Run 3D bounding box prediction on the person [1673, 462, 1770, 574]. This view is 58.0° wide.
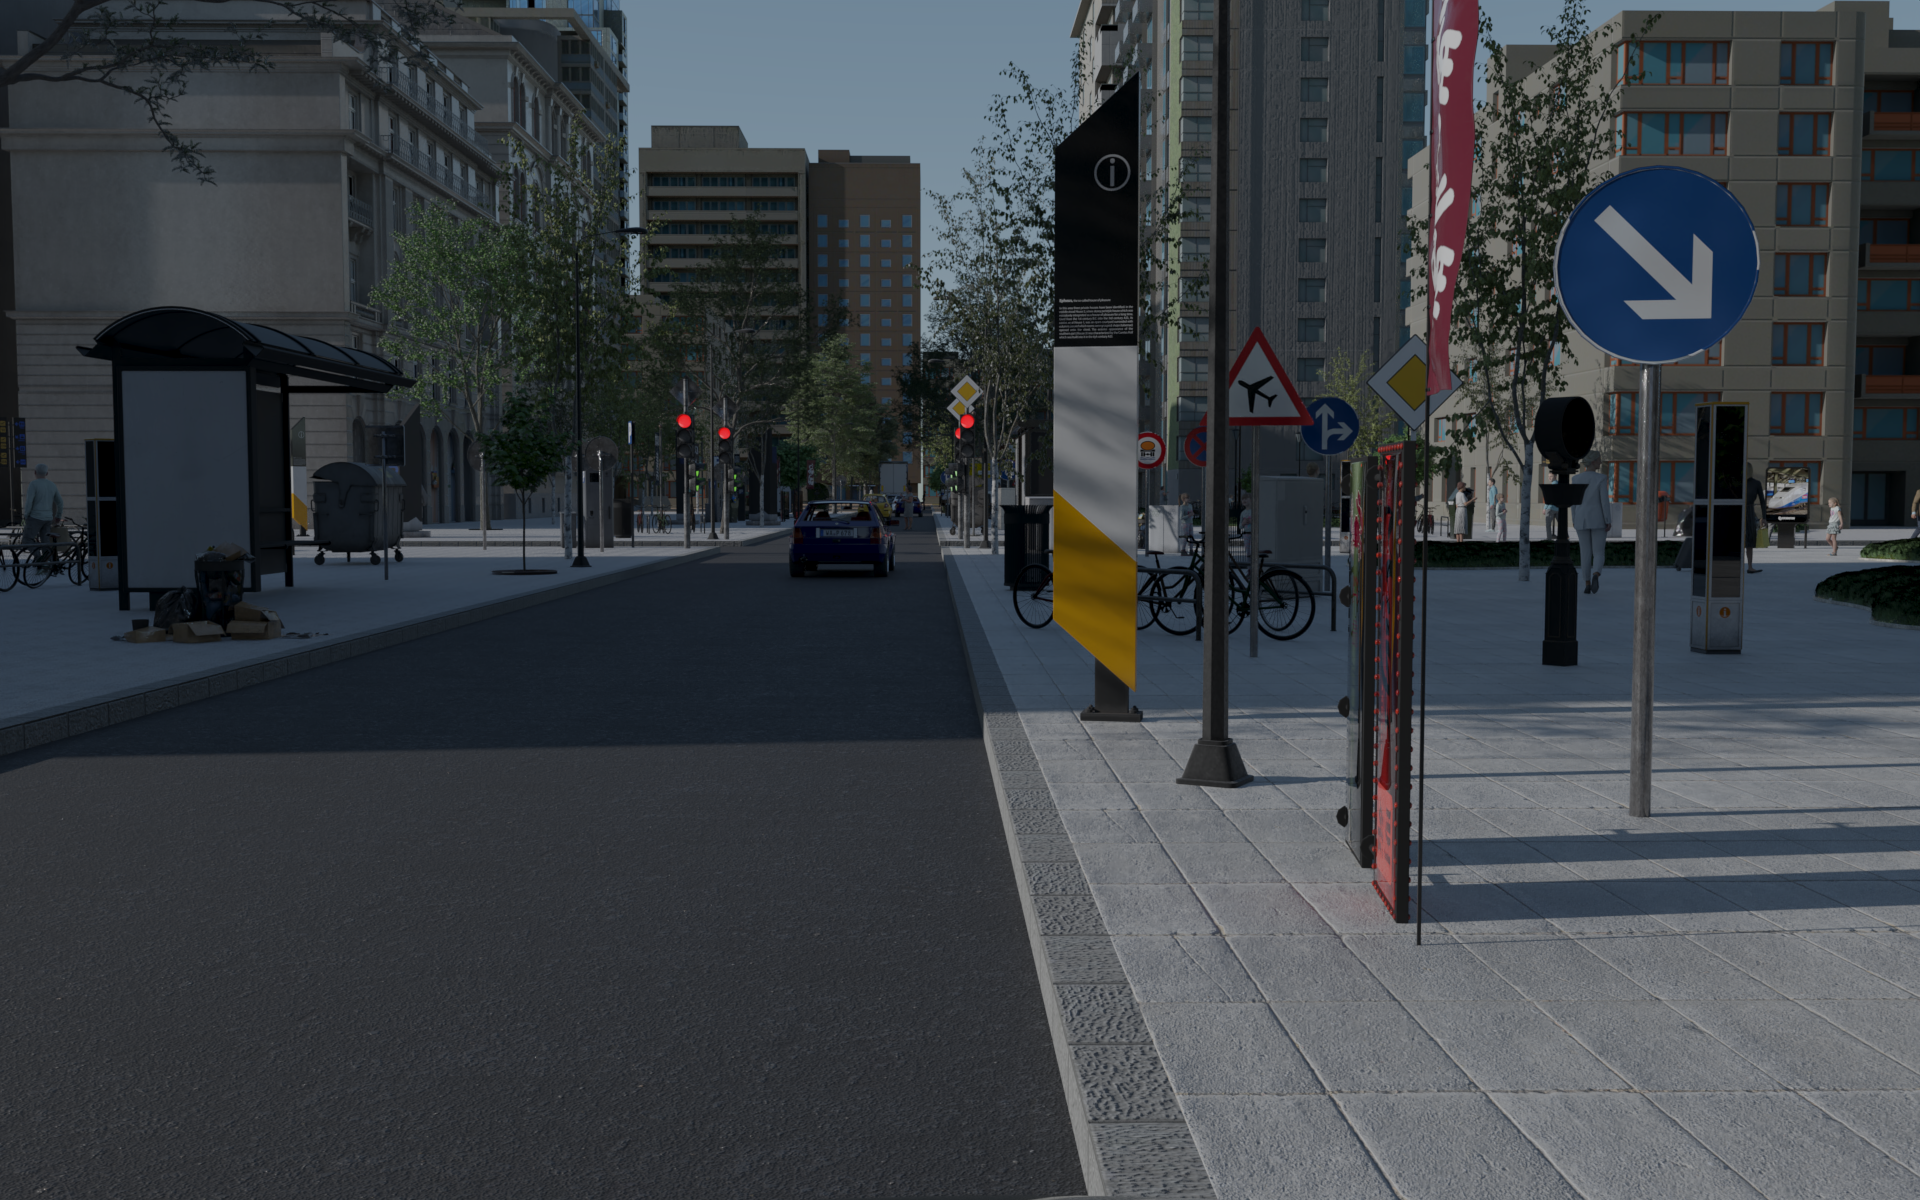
[{"bbox_3d":[12.513,-1.350,28.329,0.699,1.804,1.509,-1,4,-21],"label":"person"}]

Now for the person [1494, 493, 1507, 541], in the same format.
[{"bbox_3d":[12.997,-1.905,41.474,0.394,1.301,0.425,2,4,29],"label":"person"}]

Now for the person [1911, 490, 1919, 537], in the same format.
[{"bbox_3d":[24.425,-2.171,43.905,0.656,1.842,0.836,-3,5,-40],"label":"person"}]

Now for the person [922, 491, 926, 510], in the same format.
[{"bbox_3d":[-3.292,-8.884,154.572,0.721,1.723,1.217,0,4,-6],"label":"person"}]

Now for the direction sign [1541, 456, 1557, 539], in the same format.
[{"bbox_3d":[16.950,-3.509,49.367,0.379,3.537,0.876,-3,4,-36],"label":"direction sign"}]

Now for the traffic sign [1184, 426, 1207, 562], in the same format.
[{"bbox_3d":[4.582,-1.983,32.533,0.768,2.556,0.104,0,4,6],"label":"traffic sign"}]

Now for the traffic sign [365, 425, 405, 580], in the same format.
[{"bbox_3d":[-8.568,-1.449,25.813,0.606,2.300,0.079,0,4,5],"label":"traffic sign"}]

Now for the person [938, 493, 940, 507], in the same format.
[{"bbox_3d":[-1.879,-9.848,168.533,0.593,1.643,0.415,0,4,-3],"label":"person"}]

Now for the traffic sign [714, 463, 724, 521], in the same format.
[{"bbox_3d":[-9.683,-4.298,70.379,0.768,2.556,0.104,0,4,4],"label":"traffic sign"}]

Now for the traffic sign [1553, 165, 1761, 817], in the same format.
[{"bbox_3d":[2.712,-0.411,6.830,0.768,2.556,0.104,1,4,9],"label":"traffic sign"}]

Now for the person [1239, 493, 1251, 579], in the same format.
[{"bbox_3d":[4.386,-0.966,26.122,0.425,1.301,0.394,2,4,28],"label":"person"}]

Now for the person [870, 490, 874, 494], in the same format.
[{"bbox_3d":[-6.473,-7.214,127.173,1.217,1.736,0.721,0,4,7],"label":"person"}]

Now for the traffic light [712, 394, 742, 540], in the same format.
[{"bbox_3d":[-6.561,-3.657,48.709,0.839,4.253,0.868,0,4,-1],"label":"traffic light"}]

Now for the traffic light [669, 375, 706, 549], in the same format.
[{"bbox_3d":[-6.412,-3.168,40.726,0.839,4.253,0.868,0,4,-1],"label":"traffic light"}]

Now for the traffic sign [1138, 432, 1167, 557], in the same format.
[{"bbox_3d":[3.838,-2.162,35.456,0.768,2.556,0.104,0,4,7],"label":"traffic sign"}]

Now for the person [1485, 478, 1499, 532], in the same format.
[{"bbox_3d":[18.225,-3.233,58.923,0.620,1.820,0.660,1,4,12],"label":"person"}]

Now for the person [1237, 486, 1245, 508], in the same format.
[{"bbox_3d":[16.921,-6.009,104.558,0.678,1.792,0.850,0,4,4],"label":"person"}]

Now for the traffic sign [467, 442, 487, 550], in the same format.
[{"bbox_3d":[-10.919,-2.423,39.721,0.768,2.556,0.104,0,4,3],"label":"traffic sign"}]

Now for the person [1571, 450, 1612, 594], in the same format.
[{"bbox_3d":[8.015,-0.985,22.019,0.514,1.842,0.818,2,4,23],"label":"person"}]

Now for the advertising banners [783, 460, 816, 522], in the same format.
[{"bbox_3d":[-8.240,-5.617,88.032,2.074,3.025,0.090,-2,4,-32],"label":"advertising banners"}]

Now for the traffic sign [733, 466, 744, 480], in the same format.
[{"bbox_3d":[-10.325,-4.862,79.603,0.768,2.556,0.104,0,4,8],"label":"traffic sign"}]

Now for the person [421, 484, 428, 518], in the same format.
[{"bbox_3d":[-17.130,-2.967,54.660,0.679,1.850,0.850,-1,4,-8],"label":"person"}]

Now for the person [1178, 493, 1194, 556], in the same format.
[{"bbox_3d":[4.728,-1.559,35.804,0.394,1.301,0.425,2,4,27],"label":"person"}]

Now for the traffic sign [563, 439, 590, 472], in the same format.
[{"bbox_3d":[-8.743,-2.424,39.739,0.768,2.556,0.104,0,4,7],"label":"traffic sign"}]

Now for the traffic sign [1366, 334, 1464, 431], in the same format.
[{"bbox_3d":[3.762,-0.891,14.304,0.795,2.593,0.064,0,4,2],"label":"traffic sign"}]

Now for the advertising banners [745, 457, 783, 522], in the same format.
[{"bbox_3d":[-9.983,-5.537,86.712,2.074,3.025,0.090,-2,4,-26],"label":"advertising banners"}]

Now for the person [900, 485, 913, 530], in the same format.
[{"bbox_3d":[-2.152,-3.666,68.798,0.532,1.782,0.716,-1,4,-21],"label":"person"}]

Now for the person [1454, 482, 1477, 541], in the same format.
[{"bbox_3d":[13.331,-2.242,45.735,0.524,1.755,0.480,-1,4,-10],"label":"person"}]

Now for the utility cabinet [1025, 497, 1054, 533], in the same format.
[{"bbox_3d":[2.036,-1.764,40.007,1.020,1.237,0.306,-1,4,-17],"label":"utility cabinet"}]

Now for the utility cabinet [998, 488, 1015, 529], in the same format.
[{"bbox_3d":[1.805,-3.274,62.210,1.173,1.500,0.318,-3,5,-41],"label":"utility cabinet"}]

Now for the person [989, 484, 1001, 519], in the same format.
[{"bbox_3d":[1.810,-4.807,84.911,0.850,1.792,0.678,1,4,8],"label":"person"}]

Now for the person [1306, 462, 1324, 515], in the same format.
[{"bbox_3d":[5.367,-1.229,26.565,0.534,1.772,0.576,-2,4,-32],"label":"person"}]

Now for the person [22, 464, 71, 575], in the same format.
[{"bbox_3d":[-14.597,-1.295,27.709,0.515,1.767,0.782,1,4,18],"label":"person"}]

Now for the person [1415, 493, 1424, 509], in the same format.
[{"bbox_3d":[9.073,-1.757,34.953,0.590,1.801,0.661,-1,4,-16],"label":"person"}]

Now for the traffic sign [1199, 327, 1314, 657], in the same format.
[{"bbox_3d":[2.311,-0.829,13.554,0.884,2.594,0.081,0,4,4],"label":"traffic sign"}]

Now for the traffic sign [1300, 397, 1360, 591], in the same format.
[{"bbox_3d":[4.863,-1.391,22.848,0.768,2.556,0.104,1,4,9],"label":"traffic sign"}]

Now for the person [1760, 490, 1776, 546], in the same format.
[{"bbox_3d":[21.567,-2.294,46.132,0.853,1.813,0.709,-1,4,-21],"label":"person"}]

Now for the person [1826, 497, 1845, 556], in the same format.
[{"bbox_3d":[18.211,-1.521,35.933,0.382,1.210,0.505,0,4,-3],"label":"person"}]

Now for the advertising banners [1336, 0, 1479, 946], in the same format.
[{"bbox_3d":[1.348,-0.560,5.346,0.090,3.025,2.074,0,4,6],"label":"advertising banners"}]

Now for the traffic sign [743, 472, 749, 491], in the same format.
[{"bbox_3d":[-12.245,-6.091,99.596,0.884,2.594,0.081,0,4,2],"label":"traffic sign"}]

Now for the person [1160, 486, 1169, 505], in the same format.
[{"bbox_3d":[12.497,-6.074,105.704,0.532,1.782,0.716,-1,4,-19],"label":"person"}]

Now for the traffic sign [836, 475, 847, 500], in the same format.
[{"bbox_3d":[-8.029,-7.148,116.981,0.768,2.556,0.104,0,4,8],"label":"traffic sign"}]

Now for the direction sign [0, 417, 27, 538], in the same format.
[{"bbox_3d":[-27.959,-3.612,51.057,0.379,3.537,0.876,3,4,37],"label":"direction sign"}]

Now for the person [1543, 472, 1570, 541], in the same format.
[{"bbox_3d":[14.300,-2.181,41.569,0.638,1.841,0.748,-2,4,-29],"label":"person"}]

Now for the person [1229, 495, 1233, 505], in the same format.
[{"bbox_3d":[15.064,-5.261,96.743,0.352,1.250,0.332,-1,4,-17],"label":"person"}]

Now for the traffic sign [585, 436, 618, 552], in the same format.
[{"bbox_3d":[-7.920,-2.332,38.242,0.768,2.556,0.104,0,4,7],"label":"traffic sign"}]

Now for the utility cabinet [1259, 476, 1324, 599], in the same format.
[{"bbox_3d":[4.070,-0.771,21.291,0.318,1.500,1.173,3,5,39],"label":"utility cabinet"}]

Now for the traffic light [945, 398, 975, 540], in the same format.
[{"bbox_3d":[-0.001,-3.665,48.846,0.839,4.253,0.868,0,4,-1],"label":"traffic light"}]

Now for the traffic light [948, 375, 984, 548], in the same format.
[{"bbox_3d":[0.147,-3.177,40.863,0.839,4.253,0.868,0,4,-1],"label":"traffic light"}]
